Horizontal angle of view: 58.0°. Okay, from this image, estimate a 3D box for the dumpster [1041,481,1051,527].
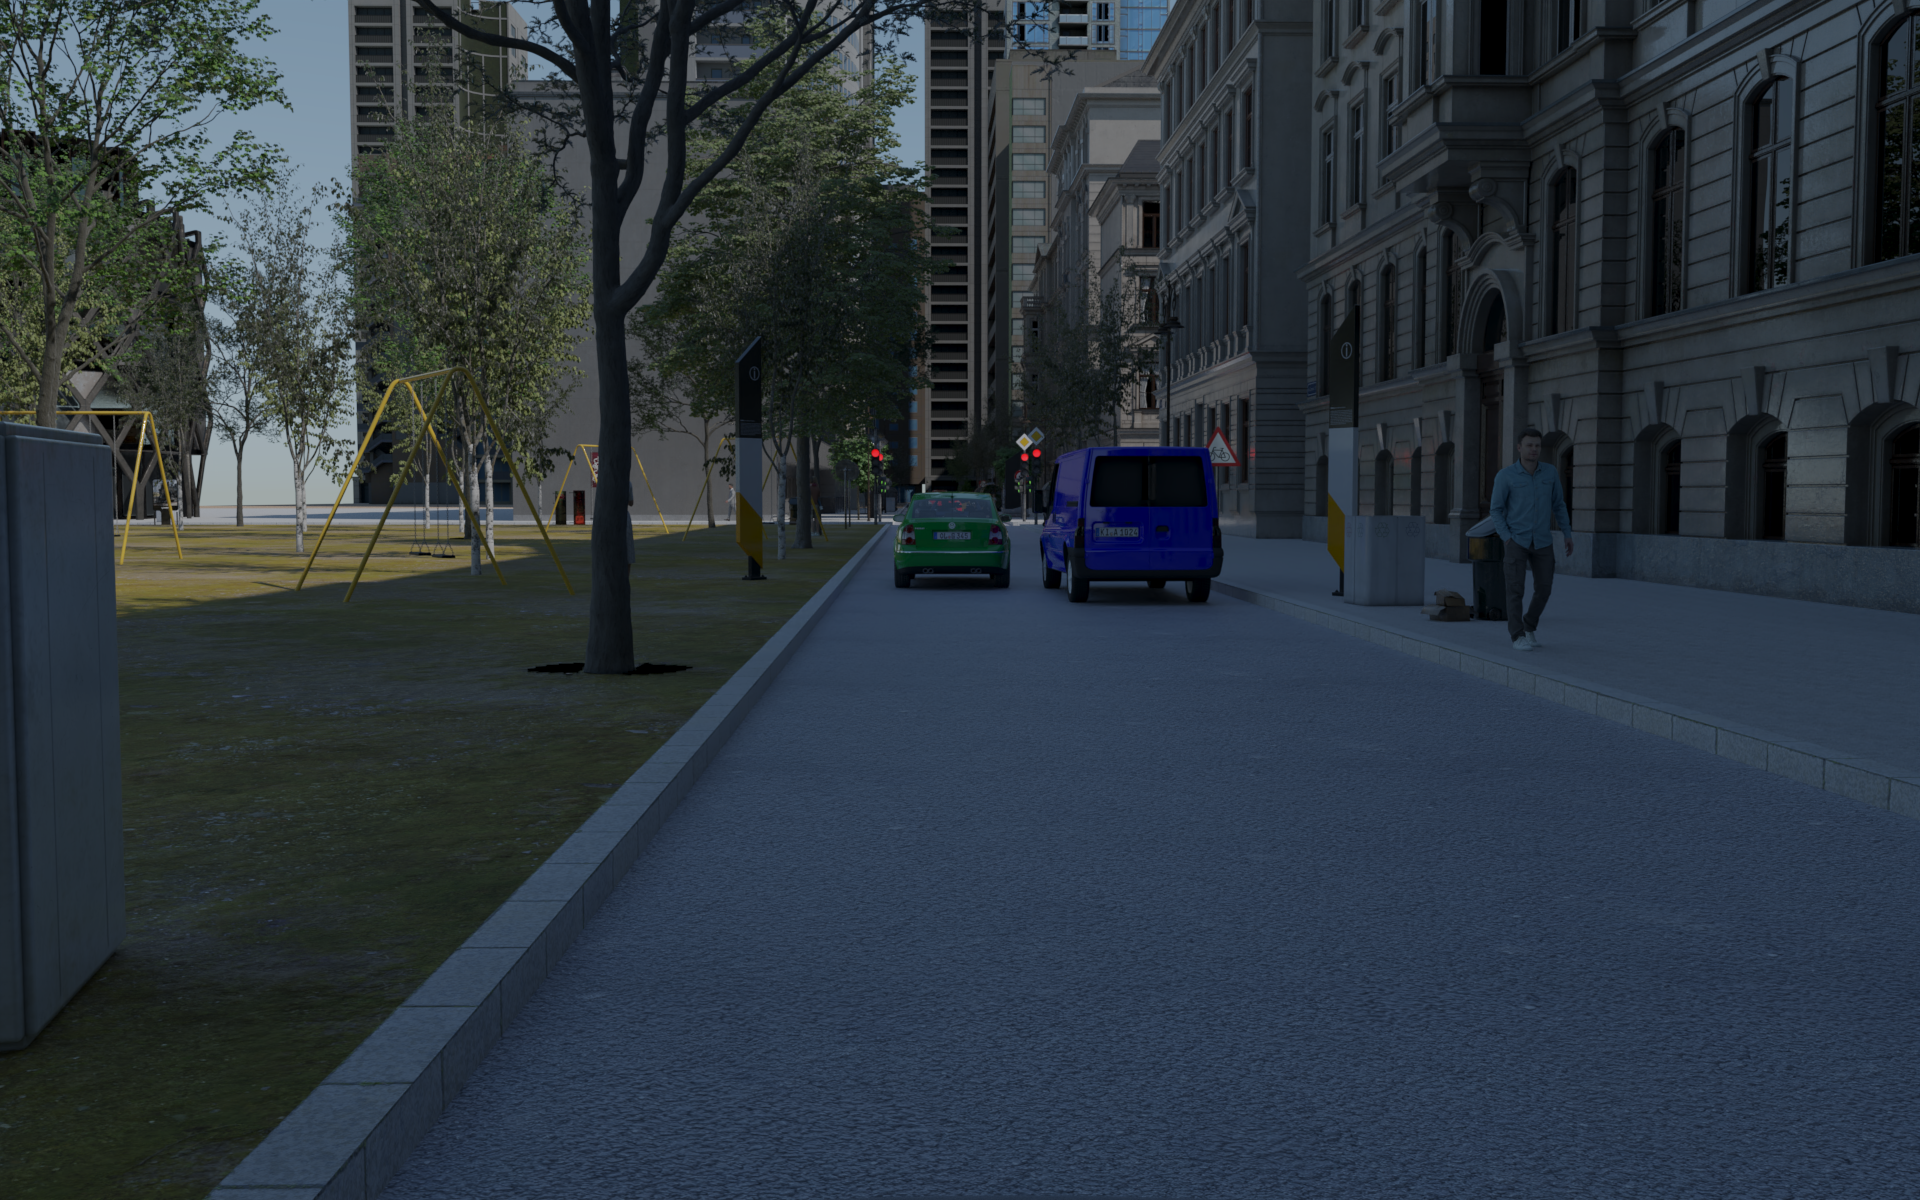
[{"bbox_3d":[3.849,-3.761,67.254,1.264,1.857,1.865,0,4,-1],"label":"dumpster"}]

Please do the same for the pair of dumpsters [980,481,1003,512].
[{"bbox_3d":[2.319,-7.591,126.610,1.574,2.255,4.437,0,4,-1],"label":"pair of dumpsters"}]

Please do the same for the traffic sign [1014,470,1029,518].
[{"bbox_3d":[3.236,-5.560,91.007,0.768,2.556,0.104,0,3,0],"label":"traffic sign"}]

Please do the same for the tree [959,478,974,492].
[{"bbox_3d":[0.870,-11.637,184.871,1.663,3.219,1.824,0,3,0],"label":"tree"}]

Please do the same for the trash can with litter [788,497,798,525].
[{"bbox_3d":[-6.889,-3.745,72.615,0.624,1.170,1.055,0,4,-2],"label":"trash can with litter"}]

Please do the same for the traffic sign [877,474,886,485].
[{"bbox_3d":[-4.761,-6.306,103.212,0.768,2.556,0.104,0,4,0],"label":"traffic sign"}]

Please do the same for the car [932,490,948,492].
[{"bbox_3d":[-1.964,-9.660,166.607,2.281,1.827,5.304,0,4,-3],"label":"car"}]

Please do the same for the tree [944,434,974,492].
[{"bbox_3d":[0.190,-15.825,209.099,4.737,8.622,4.395,0,3,0],"label":"tree"}]

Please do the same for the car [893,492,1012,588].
[{"bbox_3d":[-0.124,-1.166,27.855,1.959,1.807,4.718,0,4,0],"label":"car"}]

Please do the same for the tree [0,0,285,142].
[{"bbox_3d":[-14.142,-6.181,26.810,9.928,11.665,9.643,0,3,0],"label":"tree"}]

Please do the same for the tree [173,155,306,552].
[{"bbox_3d":[-14.422,-5.350,37.828,4.360,8.622,3.978,0,3,0],"label":"tree"}]

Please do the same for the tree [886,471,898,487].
[{"bbox_3d":[-6.213,-9.156,144.299,1.663,3.219,1.824,0,3,0],"label":"tree"}]

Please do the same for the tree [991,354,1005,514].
[{"bbox_3d":[3.810,-6.686,59.680,4.360,8.622,3.978,0,3,0],"label":"tree"}]

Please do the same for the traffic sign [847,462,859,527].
[{"bbox_3d":[-4.308,-4.127,67.576,0.768,2.556,0.104,0,4,1],"label":"traffic sign"}]

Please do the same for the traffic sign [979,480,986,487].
[{"bbox_3d":[2.049,-9.393,153.685,0.768,2.556,0.104,0,4,5],"label":"traffic sign"}]

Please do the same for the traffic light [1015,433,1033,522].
[{"bbox_3d":[2.964,-5.591,80.335,0.839,4.253,0.868,0,4,-1],"label":"traffic light"}]

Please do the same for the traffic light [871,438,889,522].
[{"bbox_3d":[-3.695,-5.580,80.153,0.839,4.253,0.868,0,4,-1],"label":"traffic light"}]

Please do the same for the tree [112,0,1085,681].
[{"bbox_3d":[-2.377,-6.220,12.075,12.009,13.543,11.850,0,3,0],"label":"tree"}]

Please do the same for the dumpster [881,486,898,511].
[{"bbox_3d":[-5.482,-7.946,135.676,1.264,1.857,1.865,0,4,-1],"label":"dumpster"}]

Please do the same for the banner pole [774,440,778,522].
[{"bbox_3d":[-8.423,-5.502,79.980,0.401,3.779,0.863,-1,4,-9],"label":"banner pole"}]

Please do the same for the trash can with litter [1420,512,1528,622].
[{"bbox_3d":[5.263,-0.377,17.544,1.055,1.170,0.624,-1,4,-17],"label":"trash can with litter"}]

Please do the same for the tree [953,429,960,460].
[{"bbox_3d":[1.587,-12.186,149.602,4.360,8.622,3.978,0,3,0],"label":"tree"}]

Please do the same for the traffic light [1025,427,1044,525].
[{"bbox_3d":[3.164,-5.103,72.353,0.839,4.253,0.868,0,4,-1],"label":"traffic light"}]

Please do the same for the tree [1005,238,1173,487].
[{"bbox_3d":[4.107,-6.059,49.426,4.360,8.622,3.978,0,3,0],"label":"tree"}]

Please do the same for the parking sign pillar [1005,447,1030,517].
[{"bbox_3d":[3.138,-6.557,95.677,1.447,3.967,1.447,0,4,-3],"label":"parking sign pillar"}]

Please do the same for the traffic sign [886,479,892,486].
[{"bbox_3d":[-5.917,-8.628,141.177,0.768,2.556,0.104,0,3,0],"label":"traffic sign"}]

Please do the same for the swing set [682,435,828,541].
[{"bbox_3d":[-5.661,-3.033,47.208,2.862,2.851,3.119,-3,5,-42],"label":"swing set"}]

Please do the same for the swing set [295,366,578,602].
[{"bbox_3d":[-6.930,-1.525,22.549,2.862,2.851,3.119,-2,4,-32],"label":"swing set"}]

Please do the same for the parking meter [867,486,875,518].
[{"bbox_3d":[-4.730,-5.265,91.796,0.255,1.863,0.399,-3,5,-43],"label":"parking meter"}]

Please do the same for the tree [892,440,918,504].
[{"bbox_3d":[-8.040,-17.267,232.675,4.360,8.622,3.978,0,3,0],"label":"tree"}]

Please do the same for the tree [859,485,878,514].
[{"bbox_3d":[-6.182,-7.169,111.814,1.663,3.219,1.824,0,3,0],"label":"tree"}]

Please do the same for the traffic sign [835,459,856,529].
[{"bbox_3d":[-4.176,-3.862,63.246,0.768,2.556,0.104,0,4,-1],"label":"traffic sign"}]

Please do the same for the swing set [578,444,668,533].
[{"bbox_3d":[-11.379,-3.576,56.088,2.862,2.851,3.119,2,4,23],"label":"swing set"}]

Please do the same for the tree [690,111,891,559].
[{"bbox_3d":[-3.520,-5.120,34.074,4.360,8.622,3.978,0,3,0],"label":"tree"}]

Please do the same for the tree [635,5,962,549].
[{"bbox_3d":[-3.828,-7.521,41.088,7.486,12.596,7.792,0,3,0],"label":"tree"}]

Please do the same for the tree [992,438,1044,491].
[{"bbox_3d":[3.465,-7.233,101.971,4.285,4.588,4.351,0,3,0],"label":"tree"}]

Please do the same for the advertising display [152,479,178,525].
[{"bbox_3d":[-33.047,-4.087,72.028,0.974,1.923,0.123,-2,4,-25],"label":"advertising display"}]

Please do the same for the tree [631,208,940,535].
[{"bbox_3d":[-4.266,-7.298,53.733,8.767,10.594,7.601,1,4,21],"label":"tree"}]

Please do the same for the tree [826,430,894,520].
[{"bbox_3d":[-4.913,-6.202,85.110,4.285,4.588,4.351,0,3,0],"label":"tree"}]

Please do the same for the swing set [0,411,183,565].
[{"bbox_3d":[-16.899,-2.151,32.783,3.119,2.851,2.862,0,4,-3],"label":"swing set"}]

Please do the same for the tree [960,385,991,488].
[{"bbox_3d":[2.996,-9.810,110.757,4.360,8.622,3.978,0,3,0],"label":"tree"}]

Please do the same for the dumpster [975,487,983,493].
[{"bbox_3d":[1.827,-8.327,141.905,1.264,1.857,1.865,0,4,-1],"label":"dumpster"}]

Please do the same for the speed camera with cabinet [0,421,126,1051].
[{"bbox_3d":[-2.394,-0.576,3.752,0.660,3.252,2.038,-1,4,-13],"label":"speed camera with cabinet"}]

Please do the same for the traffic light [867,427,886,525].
[{"bbox_3d":[-3.495,-5.092,72.170,0.839,4.253,0.868,0,4,-1],"label":"traffic light"}]

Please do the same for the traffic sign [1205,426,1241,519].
[{"bbox_3d":[4.955,-2.038,33.329,0.884,2.594,0.081,0,4,4],"label":"traffic sign"}]

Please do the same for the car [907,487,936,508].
[{"bbox_3d":[-0.905,-3.188,61.917,2.009,1.686,4.222,0,4,-2],"label":"car"}]

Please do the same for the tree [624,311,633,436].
[{"bbox_3d":[-9.797,-8.028,65.677,7.601,10.594,8.767,0,4,-6],"label":"tree"}]
